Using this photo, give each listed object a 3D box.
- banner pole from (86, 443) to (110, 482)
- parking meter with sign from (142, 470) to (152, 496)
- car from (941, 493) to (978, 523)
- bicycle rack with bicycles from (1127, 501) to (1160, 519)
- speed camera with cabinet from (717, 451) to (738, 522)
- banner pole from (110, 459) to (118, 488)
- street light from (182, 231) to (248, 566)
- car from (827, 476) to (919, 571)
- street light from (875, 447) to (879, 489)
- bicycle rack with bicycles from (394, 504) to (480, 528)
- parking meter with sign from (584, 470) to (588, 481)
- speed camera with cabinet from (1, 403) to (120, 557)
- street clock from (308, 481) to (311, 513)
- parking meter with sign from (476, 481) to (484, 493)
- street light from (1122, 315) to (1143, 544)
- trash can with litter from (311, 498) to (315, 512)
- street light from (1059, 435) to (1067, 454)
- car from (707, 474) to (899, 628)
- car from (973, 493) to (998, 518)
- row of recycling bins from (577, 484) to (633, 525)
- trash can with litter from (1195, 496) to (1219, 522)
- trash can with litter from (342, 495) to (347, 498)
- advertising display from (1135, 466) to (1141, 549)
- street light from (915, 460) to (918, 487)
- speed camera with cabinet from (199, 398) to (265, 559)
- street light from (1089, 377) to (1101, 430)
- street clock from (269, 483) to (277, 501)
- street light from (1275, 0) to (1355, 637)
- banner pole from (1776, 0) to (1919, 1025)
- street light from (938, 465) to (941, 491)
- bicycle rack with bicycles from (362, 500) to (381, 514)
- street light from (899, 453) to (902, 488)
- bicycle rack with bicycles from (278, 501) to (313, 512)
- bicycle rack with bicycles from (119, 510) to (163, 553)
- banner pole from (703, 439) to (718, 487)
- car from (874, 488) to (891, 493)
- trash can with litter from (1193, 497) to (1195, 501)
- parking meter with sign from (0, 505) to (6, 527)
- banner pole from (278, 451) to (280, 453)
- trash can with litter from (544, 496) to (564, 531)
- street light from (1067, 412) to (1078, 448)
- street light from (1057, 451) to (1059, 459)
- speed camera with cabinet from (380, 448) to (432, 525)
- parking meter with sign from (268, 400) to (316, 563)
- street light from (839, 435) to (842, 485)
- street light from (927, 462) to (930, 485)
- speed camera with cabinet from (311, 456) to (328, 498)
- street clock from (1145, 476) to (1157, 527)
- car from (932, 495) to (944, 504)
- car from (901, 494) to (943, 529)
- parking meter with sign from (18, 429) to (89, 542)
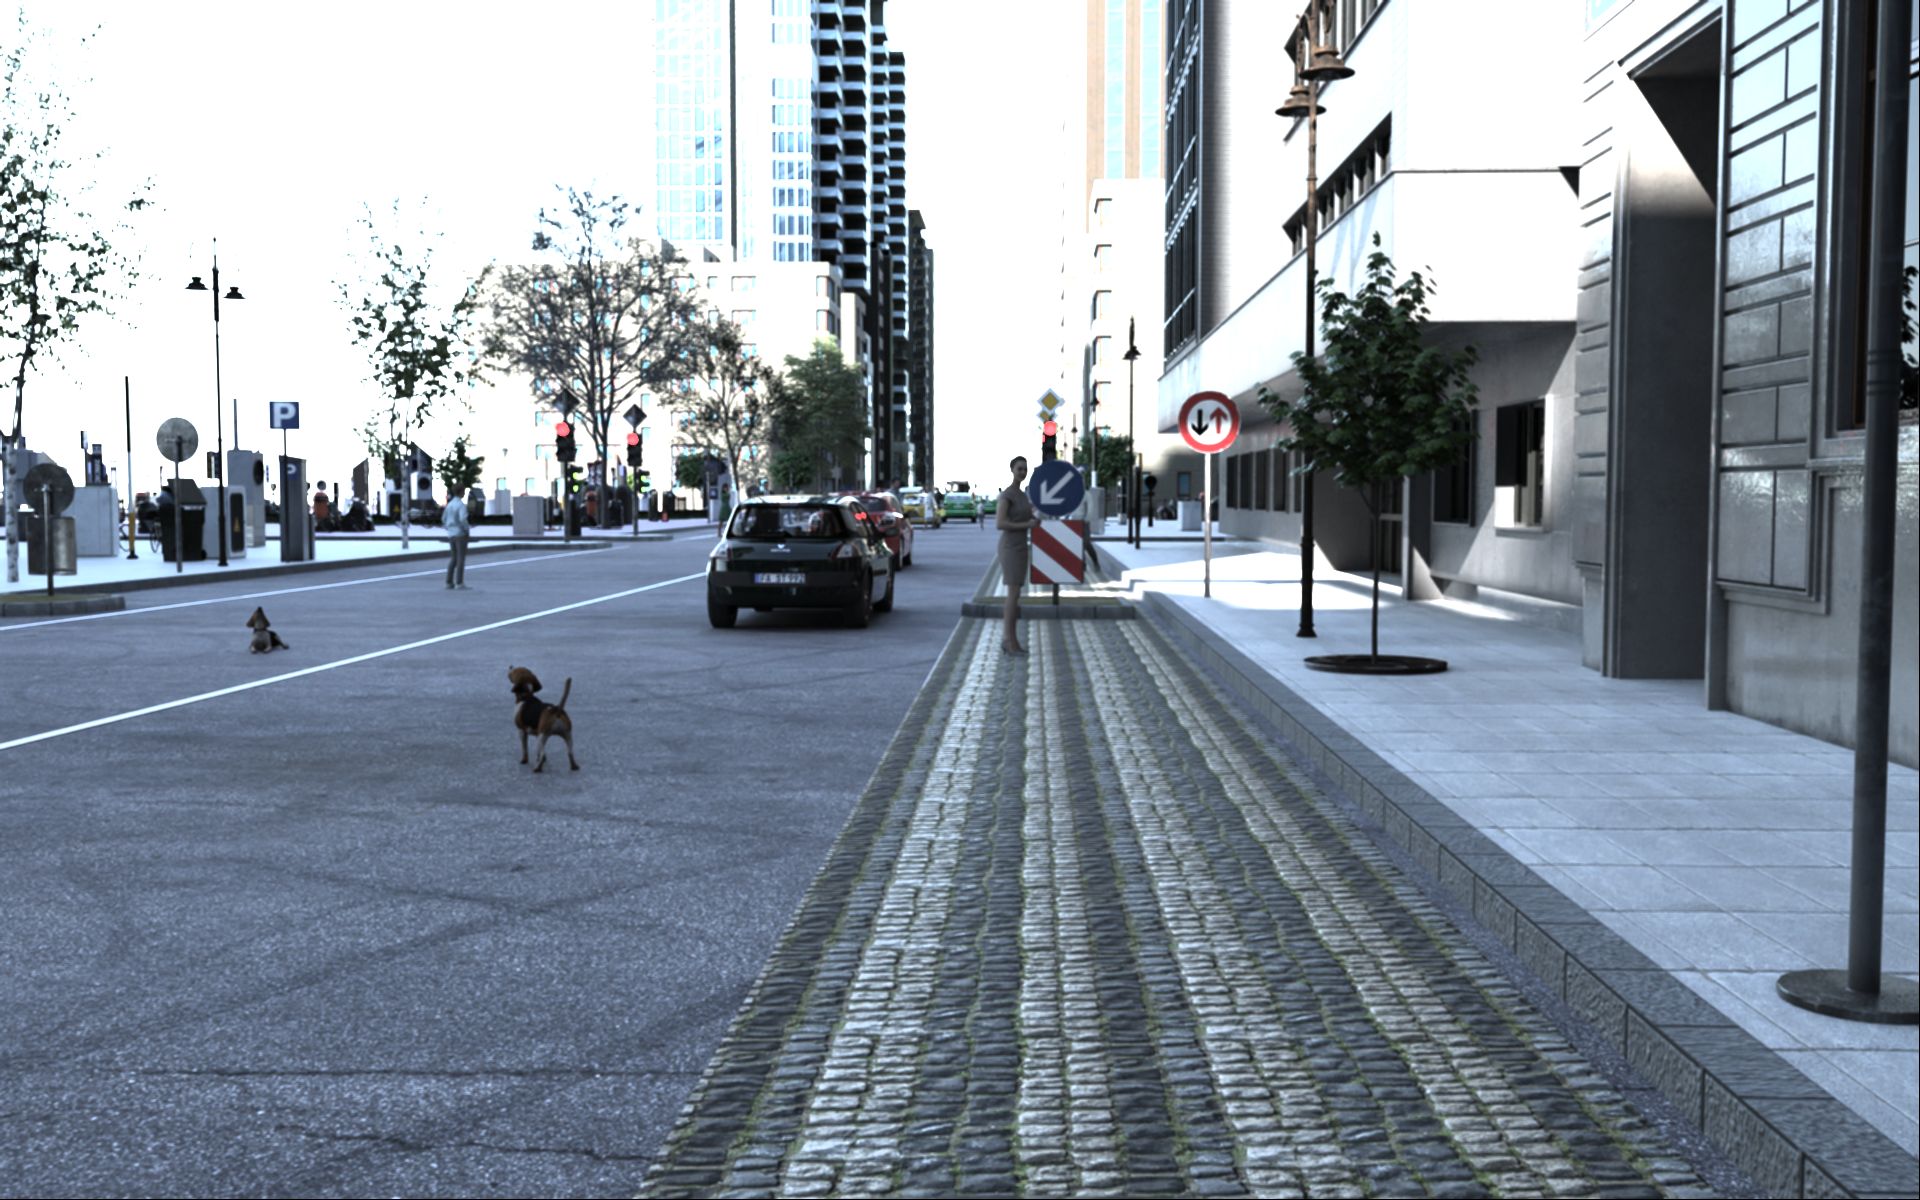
[{"bbox_3d":[-37.234,-5.164,74.447,0.863,3.779,0.401,-3,4,-38],"label":"banner pole"},{"bbox_3d":[-59.426,-7.985,126.810,0.543,3.016,1.738,-1,4,-18],"label":"parking meter with sign"},{"bbox_3d":[-0.058,-4.796,87.219,1.959,1.807,4.718,0,4,0],"label":"car"},{"bbox_3d":[9.124,-4.601,88.604,2.852,0.926,2.925,2,4,30],"label":"bicycle rack with bicycles"},{"bbox_3d":[-10.657,-5.211,79.528,0.660,3.252,2.038,0,4,4],"label":"speed camera with cabinet"},{"bbox_3d":[-53.836,-7.329,109.846,0.863,3.779,0.401,-3,4,-39],"label":"banner pole"},{"bbox_3d":[-13.135,-3.542,30.694,0.468,5.910,1.993,0,4,2],"label":"street light"},{"bbox_3d":[-1.912,-1.512,33.755,2.155,1.783,4.494,0,4,2],"label":"car"},{"bbox_3d":[-7.732,-11.548,161.592,0.468,5.910,1.993,0,4,2],"label":"street light"},{"bbox_3d":[-19.579,-3.196,65.642,2.925,0.926,2.852,1,4,8],"label":"bicycle rack with bicycles"},{"bbox_3d":[-25.961,-7.800,123.789,1.738,3.016,0.543,-3,5,-43],"label":"parking meter with sign"},{"bbox_3d":[-18.352,-2.509,35.356,2.038,3.252,0.660,-1,4,-12],"label":"speed camera with cabinet"},{"bbox_3d":[-37.447,-5.799,99.381,0.358,2.002,0.471,3,4,38],"label":"street clock"},{"bbox_3d":[-28.456,-6.482,102.247,0.543,3.016,1.738,-3,5,-41],"label":"parking meter with sign"},{"bbox_3d":[4.423,-4.401,44.739,0.468,5.910,1.993,0,4,2],"label":"street light"},{"bbox_3d":[-41.995,-6.210,112.916,0.624,1.170,1.055,-2,4,-23],"label":"trash can with litter"},{"bbox_3d":[7.730,-9.465,127.543,0.468,5.910,1.993,0,4,2],"label":"street light"},{"bbox_3d":[-1.750,-0.622,19.953,2.009,1.686,4.222,0,4,3],"label":"car"},{"bbox_3d":[1.702,-5.864,104.673,1.959,1.807,4.718,0,4,1],"label":"car"},{"bbox_3d":[-15.274,-4.056,73.432,3.534,1.692,1.069,2,4,34],"label":"row of recycling bins"},{"bbox_3d":[11.679,-4.233,80.604,1.055,1.170,0.624,-2,4,-24],"label":"trash can with litter"},{"bbox_3d":[-44.855,-7.076,126.755,2.233,1.210,1.678,2,4,30],"label":"trash can with litter"},{"bbox_3d":[4.177,-2.171,40.709,0.123,1.923,0.974,0,4,4],"label":"advertising display"},{"bbox_3d":[-5.514,-14.726,213.557,0.468,5.910,1.993,0,4,2],"label":"street light"},{"bbox_3d":[-14.651,-2.481,34.898,0.660,3.252,2.038,0,4,-1],"label":"speed camera with cabinet"},{"bbox_3d":[5.300,-5.837,68.223,0.468,5.910,1.993,0,4,2],"label":"street light"},{"bbox_3d":[-43.629,-6.452,110.068,0.471,2.002,0.358,2,4,25],"label":"street clock"},{"bbox_3d":[3.116,-2.606,15.396,0.468,5.910,1.993,0,4,2],"label":"street light"},{"bbox_3d":[2.511,-0.874,4.311,0.863,3.779,0.401,-1,4,-12],"label":"banner pole"},{"bbox_3d":[-3.189,-18.315,272.242,0.468,5.910,1.993,0,4,2],"label":"street light"},{"bbox_3d":[-32.908,-5.140,97.428,2.852,0.926,2.925,0,4,-5],"label":"bicycle rack with bicycles"},{"bbox_3d":[-6.542,-13.362,191.260,0.468,5.910,1.993,0,4,2],"label":"street light"},{"bbox_3d":[-47.375,-6.673,122.491,2.925,0.926,2.852,0,4,0],"label":"bicycle rack with bicycles"},{"bbox_3d":[-18.047,-1.528,38.372,2.852,0.926,2.925,0,4,-3],"label":"bicycle rack with bicycles"},{"bbox_3d":[-11.453,-5.406,78.405,0.401,3.779,0.863,1,4,13],"label":"banner pole"},{"bbox_3d":[-4.892,-6.476,114.560,2.281,1.827,5.304,0,4,4],"label":"car"},{"bbox_3d":[11.461,-4.300,81.698,1.055,1.170,0.624,0,4,-3],"label":"trash can with litter"},{"bbox_3d":[-37.918,-4.353,67.427,0.543,3.016,1.738,1,4,9],"label":"parking meter with sign"},{"bbox_3d":[-39.337,-6.772,100.745,0.863,3.779,0.401,-2,4,-31],"label":"banner pole"},{"bbox_3d":[-14.304,-3.044,60.830,1.678,1.210,2.233,-1,4,-16],"label":"trash can with litter"},{"bbox_3d":[6.479,-7.668,98.165,0.468,5.910,1.993,0,4,2],"label":"street light"},{"bbox_3d":[8.429,-10.506,144.563,0.468,5.910,1.993,0,4,2],"label":"street light"},{"bbox_3d":[-23.465,-4.834,73.367,2.038,3.252,0.660,-3,5,-42],"label":"speed camera with cabinet"},{"bbox_3d":[-12.725,-2.255,33.130,0.543,3.016,1.738,-1,4,-10],"label":"parking meter with sign"},{"bbox_3d":[-9.027,-9.686,131.156,0.468,5.910,1.993,0,4,2],"label":"street light"},{"bbox_3d":[-4.434,-16.521,242.903,0.468,5.910,1.993,0,4,2],"label":"street light"},{"bbox_3d":[-33.625,-5.795,89.076,2.038,3.252,0.660,-3,5,-42],"label":"speed camera with cabinet"},{"bbox_3d":[7.462,-3.865,67.765,0.471,2.002,0.358,0,4,7],"label":"street clock"},{"bbox_3d":[-2.437,-9.542,168.586,1.945,1.354,3.894,0,4,3],"label":"car"},{"bbox_3d":[-1.725,-3.829,72.822,2.015,1.641,3.980,0,4,2],"label":"car"},{"bbox_3d":[-24.490,-3.088,46.750,1.738,3.016,0.543,-1,4,-11],"label":"parking meter with sign"}]
